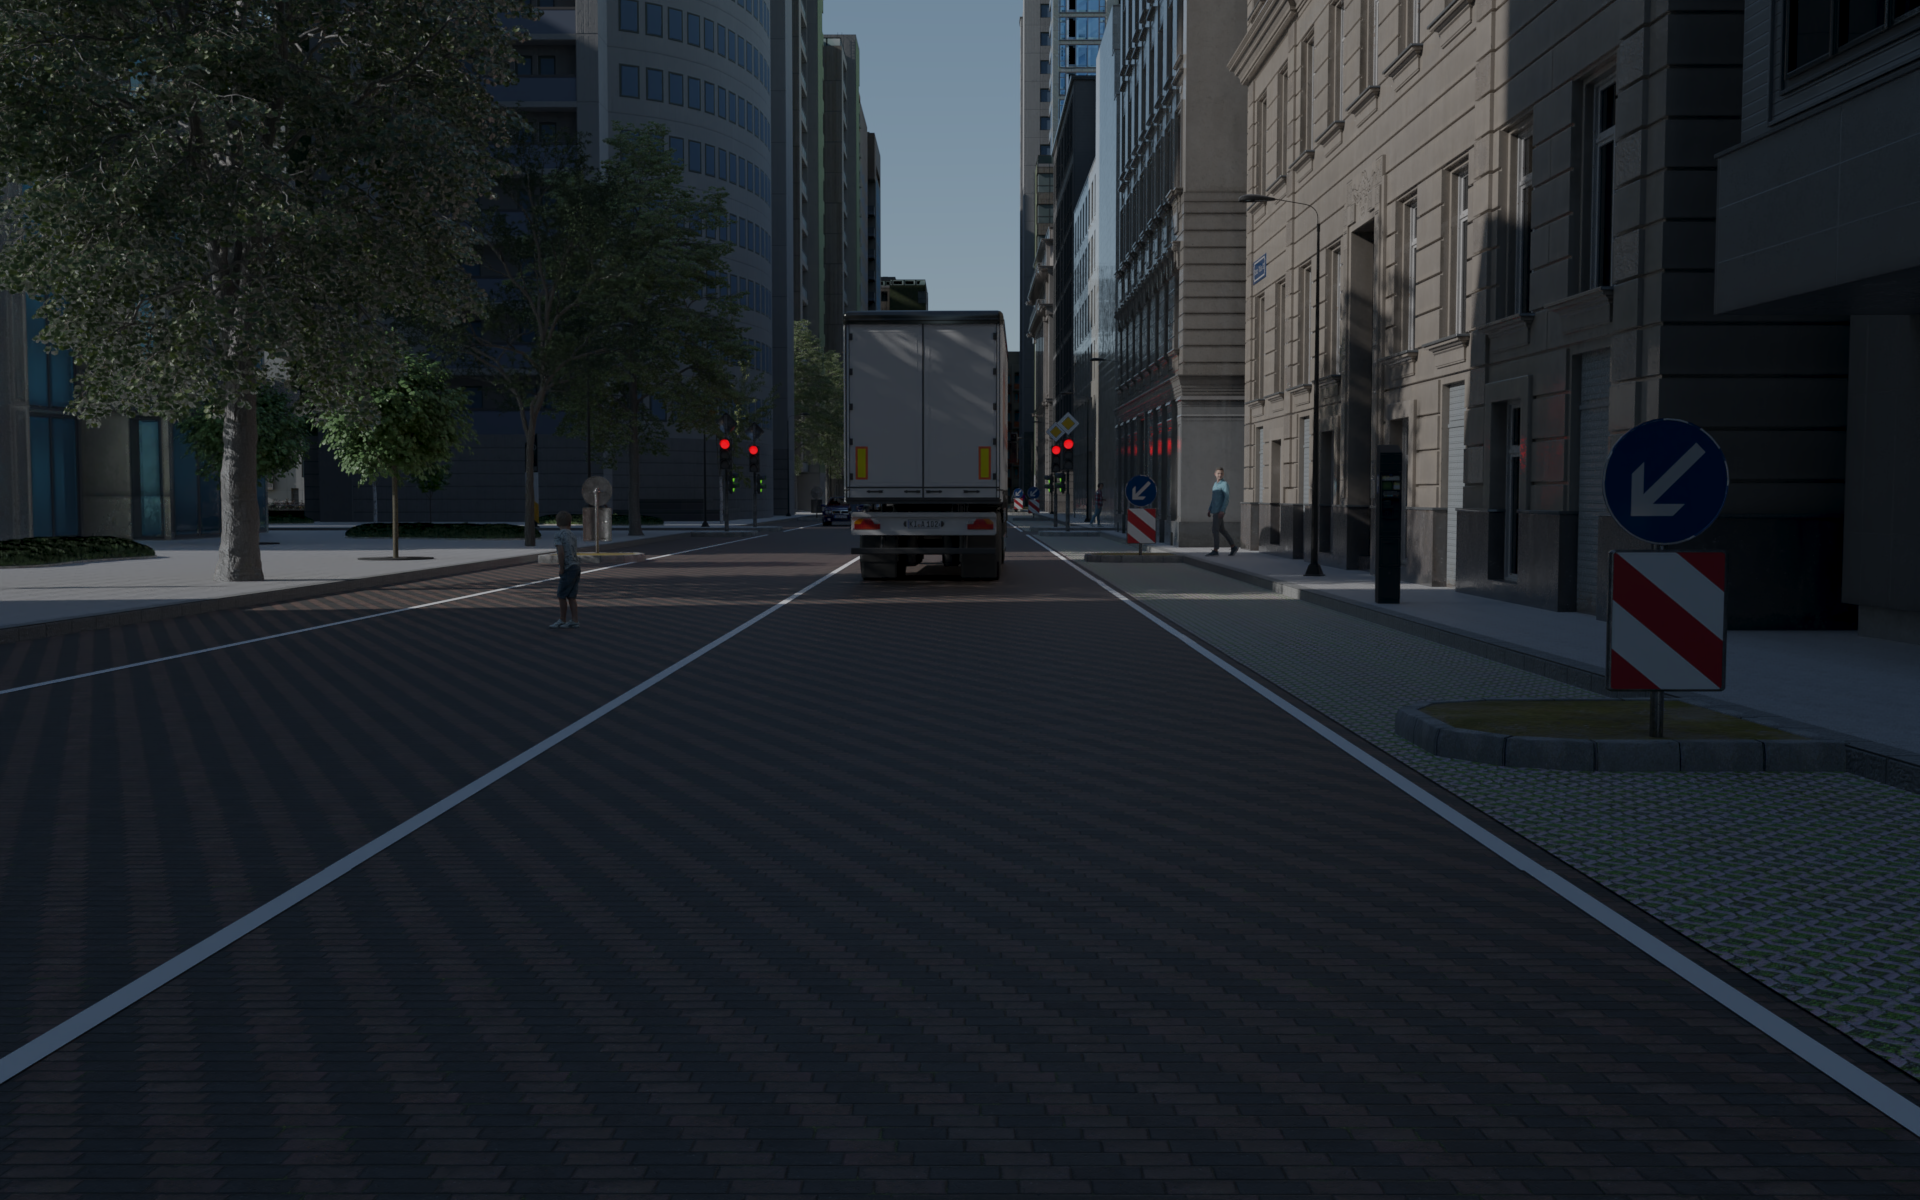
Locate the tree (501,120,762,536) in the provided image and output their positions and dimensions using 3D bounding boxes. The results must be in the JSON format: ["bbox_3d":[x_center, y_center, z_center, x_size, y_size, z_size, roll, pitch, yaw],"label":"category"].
[{"bbox_3d":[-9.920,-8.232,52.717,7.486,12.596,7.792,0,3,0],"label":"tree"}]

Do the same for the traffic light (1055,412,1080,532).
[{"bbox_3d":[3.675,-4.303,59.282,0.839,4.253,0.868,0,4,0],"label":"traffic light"}]

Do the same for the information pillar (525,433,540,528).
[{"bbox_3d":[-16.380,-4.584,66.310,0.504,3.616,0.183,0,4,-3],"label":"information pillar"}]

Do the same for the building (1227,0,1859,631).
[{"bbox_3d":[12.155,-14.083,27.524,12.463,27.353,25.104,0,4,0],"label":"building"}]

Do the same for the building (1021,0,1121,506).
[{"bbox_3d":[17.742,-52.528,171.504,22.319,86.520,31.000,0,4,0],"label":"building"}]

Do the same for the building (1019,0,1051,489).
[{"bbox_3d":[17.491,-40.419,202.850,21.231,58.520,28.212,0,4,0],"label":"building"}]

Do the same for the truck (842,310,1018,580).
[{"bbox_3d":[-0.362,-2.640,32.077,2.839,4.237,11.283,0,4,2],"label":"truck"}]

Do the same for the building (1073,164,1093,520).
[{"bbox_3d":[11.333,-14.113,85.503,10.420,20.320,16.860,0,4,0],"label":"building"}]

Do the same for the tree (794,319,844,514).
[{"bbox_3d":[-10.726,-11.854,111.943,7.486,12.596,7.792,0,3,0],"label":"tree"}]

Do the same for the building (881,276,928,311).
[{"bbox_3d":[-11.258,-28.227,233.218,14.107,30.474,14.160,0,4,0],"label":"building"}]

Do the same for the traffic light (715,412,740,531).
[{"bbox_3d":[-7.987,-4.305,59.302,0.839,4.253,0.868,0,4,0],"label":"traffic light"}]

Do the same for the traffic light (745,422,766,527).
[{"bbox_3d":[-7.962,-4.793,67.287,0.839,4.253,0.868,0,4,0],"label":"traffic light"}]

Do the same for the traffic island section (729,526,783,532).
[{"bbox_3d":[-8.002,-2.761,67.421,2.009,0.180,2.903,0,4,0],"label":"traffic island section"}]

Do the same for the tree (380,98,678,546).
[{"bbox_3d":[-10.678,-6.578,41.962,8.767,10.594,7.601,1,4,12],"label":"tree"}]

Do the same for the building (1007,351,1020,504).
[{"bbox_3d":[10.264,-24.128,239.530,28.899,21.520,27.650,0,4,0],"label":"building"}]

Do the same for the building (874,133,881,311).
[{"bbox_3d":[-17.019,-34.261,210.272,14.200,45.320,14.600,0,4,0],"label":"building"}]

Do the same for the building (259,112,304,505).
[{"bbox_3d":[-66.031,-37.558,203.309,27.495,52.752,28.713,0,4,0],"label":"building"}]

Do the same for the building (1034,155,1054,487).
[{"bbox_3d":[13.374,-23.155,150.293,14.160,30.474,14.107,0,4,0],"label":"building"}]

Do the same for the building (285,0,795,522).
[{"bbox_3d":[-20.772,-33.617,91.630,21.231,58.520,28.212,0,4,0],"label":"building"}]

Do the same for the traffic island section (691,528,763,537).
[{"bbox_3d":[-8.027,-2.273,59.436,2.009,0.180,2.903,0,4,0],"label":"traffic island section"}]

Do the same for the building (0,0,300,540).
[{"bbox_3d":[-35.809,-26.125,46.745,30.456,49.044,23.786,0,4,0],"label":"building"}]

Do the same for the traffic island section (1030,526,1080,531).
[{"bbox_3d":[3.739,-2.758,67.381,2.009,0.180,2.903,0,4,0],"label":"traffic island section"}]

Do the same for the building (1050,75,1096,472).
[{"bbox_3d":[13.225,-19.092,105.668,14.314,27.812,24.014,0,4,0],"label":"building"}]

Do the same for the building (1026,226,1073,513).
[{"bbox_3d":[11.984,-17.623,129.936,13.314,21.916,24.055,0,4,0],"label":"building"}]

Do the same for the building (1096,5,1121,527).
[{"bbox_3d":[14.362,-13.242,71.257,16.860,20.320,10.420,0,4,0],"label":"building"}]

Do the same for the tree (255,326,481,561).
[{"bbox_3d":[-11.186,-3.071,33.932,4.285,4.588,4.351,0,3,0],"label":"tree"}]

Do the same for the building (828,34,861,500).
[{"bbox_3d":[-16.035,-28.504,149.637,14.154,41.232,14.086,0,4,0],"label":"building"}]

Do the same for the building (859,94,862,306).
[{"bbox_3d":[-21.206,-31.616,171.541,22.147,44.769,28.867,0,4,0],"label":"building"}]

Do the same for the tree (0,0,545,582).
[{"bbox_3d":[-10.721,-7.258,25.325,9.857,13.997,8.962,0,3,0],"label":"tree"}]

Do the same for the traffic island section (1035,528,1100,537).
[{"bbox_3d":[3.715,-2.270,59.396,2.009,0.180,2.903,0,4,0],"label":"traffic island section"}]

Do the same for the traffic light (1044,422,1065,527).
[{"bbox_3d":[3.699,-4.792,67.267,0.839,4.253,0.868,0,4,0],"label":"traffic light"}]

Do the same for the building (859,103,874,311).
[{"bbox_3d":[-17.560,-33.205,193.007,14.600,45.320,14.200,0,4,0],"label":"building"}]

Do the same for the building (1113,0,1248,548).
[{"bbox_3d":[9.945,-12.268,49.734,9.793,20.994,18.267,0,4,0],"label":"building"}]
